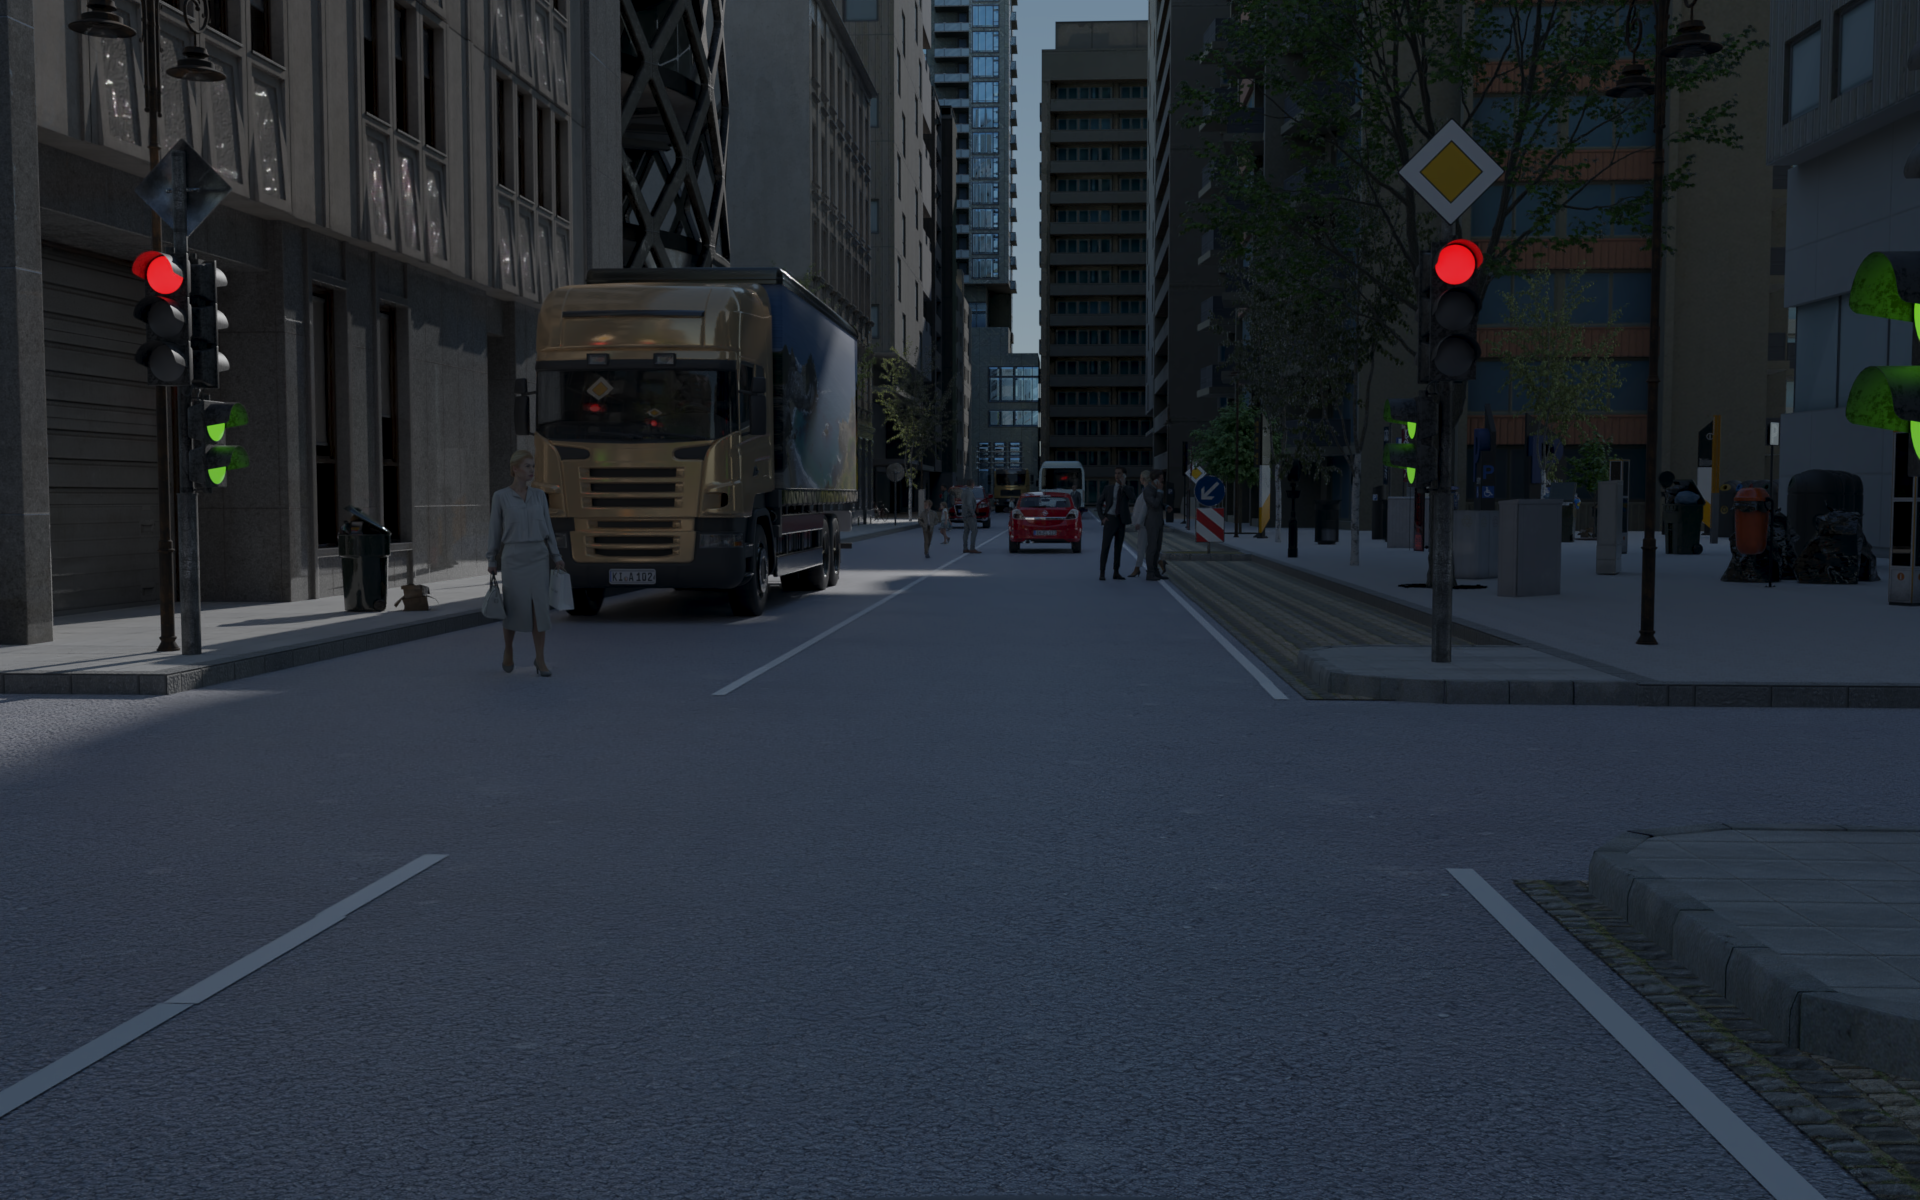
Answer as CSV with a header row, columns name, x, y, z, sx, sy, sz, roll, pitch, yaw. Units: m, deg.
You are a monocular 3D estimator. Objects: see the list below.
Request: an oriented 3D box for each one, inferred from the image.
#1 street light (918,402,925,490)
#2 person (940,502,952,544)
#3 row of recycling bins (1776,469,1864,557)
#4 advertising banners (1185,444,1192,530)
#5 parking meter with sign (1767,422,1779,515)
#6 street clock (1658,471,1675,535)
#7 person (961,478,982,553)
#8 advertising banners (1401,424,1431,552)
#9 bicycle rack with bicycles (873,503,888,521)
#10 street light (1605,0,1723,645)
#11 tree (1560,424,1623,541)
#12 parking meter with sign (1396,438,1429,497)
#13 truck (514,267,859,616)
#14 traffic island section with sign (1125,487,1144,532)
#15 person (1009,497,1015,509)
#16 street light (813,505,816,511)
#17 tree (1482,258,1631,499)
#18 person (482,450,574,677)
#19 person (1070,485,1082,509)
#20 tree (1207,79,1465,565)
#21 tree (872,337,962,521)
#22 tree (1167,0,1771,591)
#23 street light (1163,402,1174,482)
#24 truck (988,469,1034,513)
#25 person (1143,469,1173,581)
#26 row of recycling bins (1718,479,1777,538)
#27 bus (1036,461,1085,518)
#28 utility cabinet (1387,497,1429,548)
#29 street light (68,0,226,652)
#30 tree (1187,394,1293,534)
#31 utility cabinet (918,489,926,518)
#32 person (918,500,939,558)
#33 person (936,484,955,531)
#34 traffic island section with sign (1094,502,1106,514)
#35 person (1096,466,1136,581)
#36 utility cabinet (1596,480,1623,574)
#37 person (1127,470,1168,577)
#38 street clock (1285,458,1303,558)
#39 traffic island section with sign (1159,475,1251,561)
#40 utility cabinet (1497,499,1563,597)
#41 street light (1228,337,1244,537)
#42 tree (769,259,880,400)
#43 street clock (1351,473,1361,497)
name,x,y,z,sx,sy,sz,roll,pitch,yaw
street light,-1.929,-7.009,87.377,0.468,5.910,1.993,0,4,4
person,-0.383,-2.197,49.436,0.382,1.210,0.505,0,4,-8
row of recycling bins,15.029,-1.399,29.987,1.069,1.692,3.534,2,4,33
advertising banners,8.150,-4.004,61.650,0.090,3.025,2.074,0,4,3
parking meter with sign,20.379,-2.777,41.669,1.738,3.016,0.543,3,5,44
street clock,22.178,-3.048,54.413,0.471,2.002,0.358,1,4,12
person,0.226,-2.039,41.939,0.391,1.810,0.635,-2,4,-28
advertising banners,10.307,-2.604,38.769,0.090,3.025,2.074,-1,4,-10
bicycle rack with bicycles,-4.993,-4.168,81.536,2.852,0.926,2.925,-2,4,-28
street light,5.867,-2.558,14.614,0.468,5.910,1.993,0,4,4
tree,17.501,-3.273,48.122,1.663,3.219,1.824,0,3,0
parking meter with sign,14.281,-3.525,53.896,1.738,3.016,0.543,-3,5,-42
truck,-3.276,-2.132,23.770,2.839,4.237,11.283,0,4,3
traffic island section with sign,7.040,-3.463,65.251,1.989,1.847,2.006,0,4,4
person,2.611,-4.501,86.369,0.394,1.301,0.425,-3,4,-36
street light,-4.267,-4.770,50.782,0.468,5.910,1.993,0,4,4
tree,18.481,-6.337,53.967,4.737,8.622,4.395,0,3,0
person,-3.444,-0.300,13.764,0.694,1.780,0.624,-1,4,-18
person,4.735,-3.883,72.168,0.661,1.801,0.590,3,5,44
tree,6.989,-4.940,31.131,4.360,8.622,3.978,0,3,0
tree,-2.119,-8.021,81.506,4.360,8.622,3.978,0,3,0
tree,6.667,-5.974,23.430,9.928,11.665,9.643,0,3,0
street light,10.504,-7.008,87.371,0.468,5.910,1.993,0,4,4
truck,4.025,-8.432,133.783,3.469,3.379,9.791,0,4,3
person,3.300,-1.250,28.744,0.447,1.846,0.655,2,4,24
row of recycling bins,22.926,-2.618,49.923,1.069,1.692,3.534,0,4,0
bus,6.004,-6.666,103.842,2.948,3.499,13.247,0,4,2
utility cabinet,10.694,-1.837,41.190,1.020,1.237,0.306,1,4,16
street light,-6.482,-2.521,14.004,0.468,5.910,1.993,0,4,4
tree,9.136,-4.412,55.846,4.285,4.588,4.351,0,3,0
utility cabinet,-1.775,-4.394,80.520,0.318,1.500,1.173,0,4,1
person,-0.703,-1.595,38.844,0.475,1.303,0.640,-1,4,-18
person,-0.597,-3.545,66.452,0.713,1.824,0.794,2,4,24
traffic island section with sign,11.973,-8.170,142.210,1.989,1.847,2.006,0,4,4
person,2.612,-1.288,28.917,0.648,1.900,0.474,-1,4,-10
utility cabinet,10.455,-1.176,27.899,0.318,1.500,1.173,2,4,25
person,3.263,-1.319,29.948,0.818,1.842,0.514,-1,4,-16
street clock,6.737,-1.861,35.000,0.358,2.002,0.471,1,4,17
traffic island section with sign,5.279,-1.784,37.789,1.989,1.847,2.006,0,4,4
utility cabinet,7.206,-0.657,21.908,1.020,1.237,0.306,-3,5,-40
street light,8.184,-4.792,51.133,0.468,5.910,1.993,0,4,4
tree,-4.969,-6.392,54.867,4.737,8.622,4.395,0,3,0
street clock,12.693,-3.119,55.566,0.358,2.002,0.471,2,4,25
